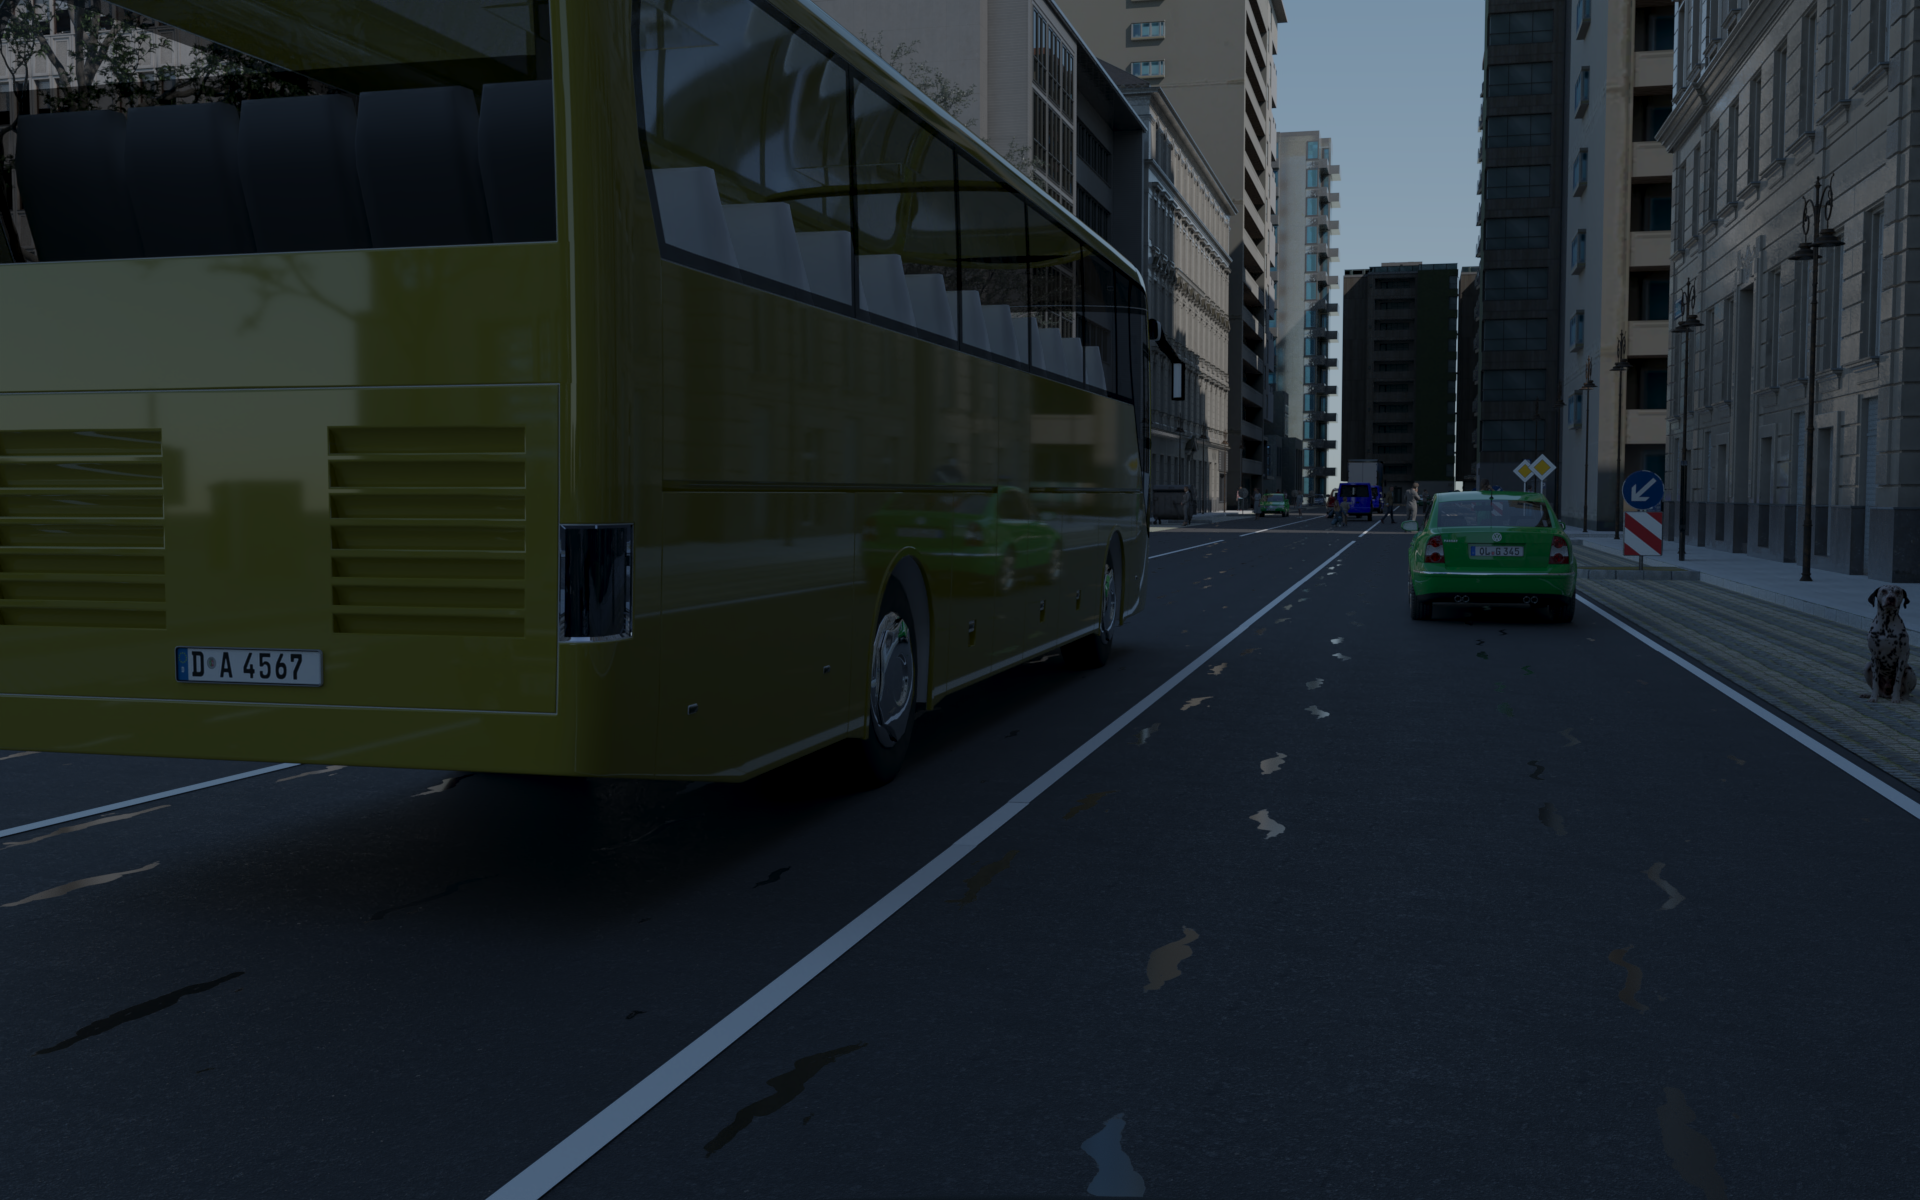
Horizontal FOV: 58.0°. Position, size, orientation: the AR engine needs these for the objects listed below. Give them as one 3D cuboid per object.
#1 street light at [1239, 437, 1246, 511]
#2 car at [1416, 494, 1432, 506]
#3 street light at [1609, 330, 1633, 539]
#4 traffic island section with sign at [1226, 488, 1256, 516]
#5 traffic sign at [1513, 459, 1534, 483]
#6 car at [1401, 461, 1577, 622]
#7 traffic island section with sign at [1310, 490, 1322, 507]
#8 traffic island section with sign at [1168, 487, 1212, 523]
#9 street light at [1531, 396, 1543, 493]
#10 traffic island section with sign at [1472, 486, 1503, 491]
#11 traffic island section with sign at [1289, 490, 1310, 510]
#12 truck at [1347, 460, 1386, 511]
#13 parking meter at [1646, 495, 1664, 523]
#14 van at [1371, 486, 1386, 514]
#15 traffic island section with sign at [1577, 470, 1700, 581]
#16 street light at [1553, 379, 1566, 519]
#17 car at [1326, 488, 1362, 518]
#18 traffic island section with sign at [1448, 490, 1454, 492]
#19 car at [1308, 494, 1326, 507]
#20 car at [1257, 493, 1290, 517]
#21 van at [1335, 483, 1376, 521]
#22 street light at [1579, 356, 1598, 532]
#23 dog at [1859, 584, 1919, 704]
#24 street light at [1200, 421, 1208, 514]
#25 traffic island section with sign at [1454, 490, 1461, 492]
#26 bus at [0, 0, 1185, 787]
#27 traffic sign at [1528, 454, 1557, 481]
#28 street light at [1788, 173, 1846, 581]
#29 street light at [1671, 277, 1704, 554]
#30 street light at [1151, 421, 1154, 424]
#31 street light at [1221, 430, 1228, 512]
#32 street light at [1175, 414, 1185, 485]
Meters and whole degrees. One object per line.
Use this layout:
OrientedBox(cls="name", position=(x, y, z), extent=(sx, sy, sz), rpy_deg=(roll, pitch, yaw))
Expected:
OrientedBox(cls="street light", position=(21.800, -9.861, 134.021), extent=(0.468, 5.910, 1.993), rpy_deg=(1, 4, 15))
OrientedBox(cls="car", position=(47.880, -10.219, 178.874), extent=(2.131, 1.459, 4.920), rpy_deg=(1, 4, 17))
OrientedBox(cls="street light", position=(18.591, -4.651, 48.834), extent=(0.468, 5.910, 1.993), rpy_deg=(1, 4, 15))
OrientedBox(cls="traffic island section with sign", position=(18.201, -6.274, 111.210), extent=(1.989, 1.847, 2.006), rpy_deg=(1, 4, 15))
OrientedBox(cls="traffic sign", position=(18.817, -3.393, 57.660), extent=(0.795, 2.593, 0.064), rpy_deg=(1, 4, 15))
OrientedBox(cls="car", position=(6.326, -0.738, 20.857), extent=(1.959, 1.807, 4.718), rpy_deg=(1, 4, 14))
OrientedBox(cls="traffic island section with sign", position=(37.954, -10.878, 186.489), extent=(1.989, 1.847, 2.006), rpy_deg=(1, 4, 15))
OrientedBox(cls="traffic island section with sign", position=(11.349, -4.679, 85.137), extent=(1.989, 1.847, 2.006), rpy_deg=(1, 4, 15))
OrientedBox(cls="street light", position=(27.220, -6.671, 81.858), extent=(0.468, 5.910, 1.993), rpy_deg=(1, 4, 15))
OrientedBox(cls="traffic island section with sign", position=(25.209, -4.484, 81.934), extent=(1.989, 1.847, 2.006), rpy_deg=(1, 4, 15))
OrientedBox(cls="traffic island section with sign", position=(30.946, -9.244, 159.772), extent=(1.989, 1.847, 2.006), rpy_deg=(1, 4, 15))
OrientedBox(cls="truck", position=(34.443, -9.652, 146.722), extent=(2.839, 4.237, 11.283), rpy_deg=(1, 4, 16))
OrientedBox(cls="parking meter", position=(15.843, -1.901, 39.487), extent=(0.372, 1.533, 0.369), rpy_deg=(0, 3, 0))
OrientedBox(cls="van", position=(30.173, -7.540, 127.667), extent=(2.240, 2.365, 5.245), rpy_deg=(1, 4, 16))
OrientedBox(cls="traffic island section with sign", position=(11.480, -1.287, 29.663), extent=(1.989, 1.847, 2.006), rpy_deg=(1, 4, 15))
OrientedBox(cls="street light", position=(24.094, -5.930, 69.739), extent=(0.468, 5.910, 1.993), rpy_deg=(1, 4, 15))
OrientedBox(cls="car", position=(23.217, -5.858, 104.456), extent=(2.281, 1.827, 5.304), rpy_deg=(1, 4, 14))
OrientedBox(cls="traffic island section with sign", position=(51.821, -10.682, 183.279), extent=(1.989, 1.847, 2.006), rpy_deg=(1, 4, 15))
OrientedBox(cls="car", position=(41.040, -11.437, 198.989), extent=(2.014, 1.417, 4.499), rpy_deg=(1, 4, 16))
OrientedBox(cls="car", position=(19.692, -6.114, 108.766), extent=(1.959, 1.807, 4.718), rpy_deg=(1, 4, 14))
OrientedBox(cls="van", position=(21.362, -5.461, 93.665), extent=(2.240, 2.365, 5.245), rpy_deg=(1, 4, 13))
OrientedBox(cls="street light", position=(20.957, -5.205, 57.886), extent=(0.468, 5.910, 1.993), rpy_deg=(1, 4, 15))
OrientedBox(cls="dog", position=(6.533, 0.298, 11.956), extent=(0.800, 0.831, 0.513), rpy_deg=(-1, 4, -17))
OrientedBox(cls="street light", position=(15.481, -8.405, 110.202), extent=(0.468, 5.910, 1.993), rpy_deg=(1, 4, 15))
OrientedBox(cls="traffic island section with sign", position=(32.060, -6.078, 108.007), extent=(1.989, 1.847, 2.006), rpy_deg=(1, 4, 15))
OrientedBox(cls="bus", position=(-0.745, -1.218, 11.461), extent=(2.896, 3.916, 12.252), rpy_deg=(1, 4, 15))
OrientedBox(cls="traffic sign", position=(16.790, -2.920, 49.936), extent=(0.795, 2.593, 0.064), rpy_deg=(1, 4, 15))
OrientedBox(cls="street light", position=(12.472, -3.215, 25.352), extent=(0.468, 5.910, 1.993), rpy_deg=(1, 4, 15))
OrientedBox(cls="street light", position=(15.531, -3.933, 37.093), extent=(0.468, 5.910, 1.993), rpy_deg=(1, 4, 15))
OrientedBox(cls="street light", position=(9.308, -6.942, 86.283), extent=(0.468, 5.910, 1.993), rpy_deg=(1, 4, 15))
OrientedBox(cls="street light", position=(18.701, -9.144, 122.290), extent=(0.468, 5.910, 1.993), rpy_deg=(1, 4, 15))
OrientedBox(cls="street light", position=(12.483, -7.679, 98.336), extent=(0.468, 5.910, 1.993), rpy_deg=(1, 4, 15))
